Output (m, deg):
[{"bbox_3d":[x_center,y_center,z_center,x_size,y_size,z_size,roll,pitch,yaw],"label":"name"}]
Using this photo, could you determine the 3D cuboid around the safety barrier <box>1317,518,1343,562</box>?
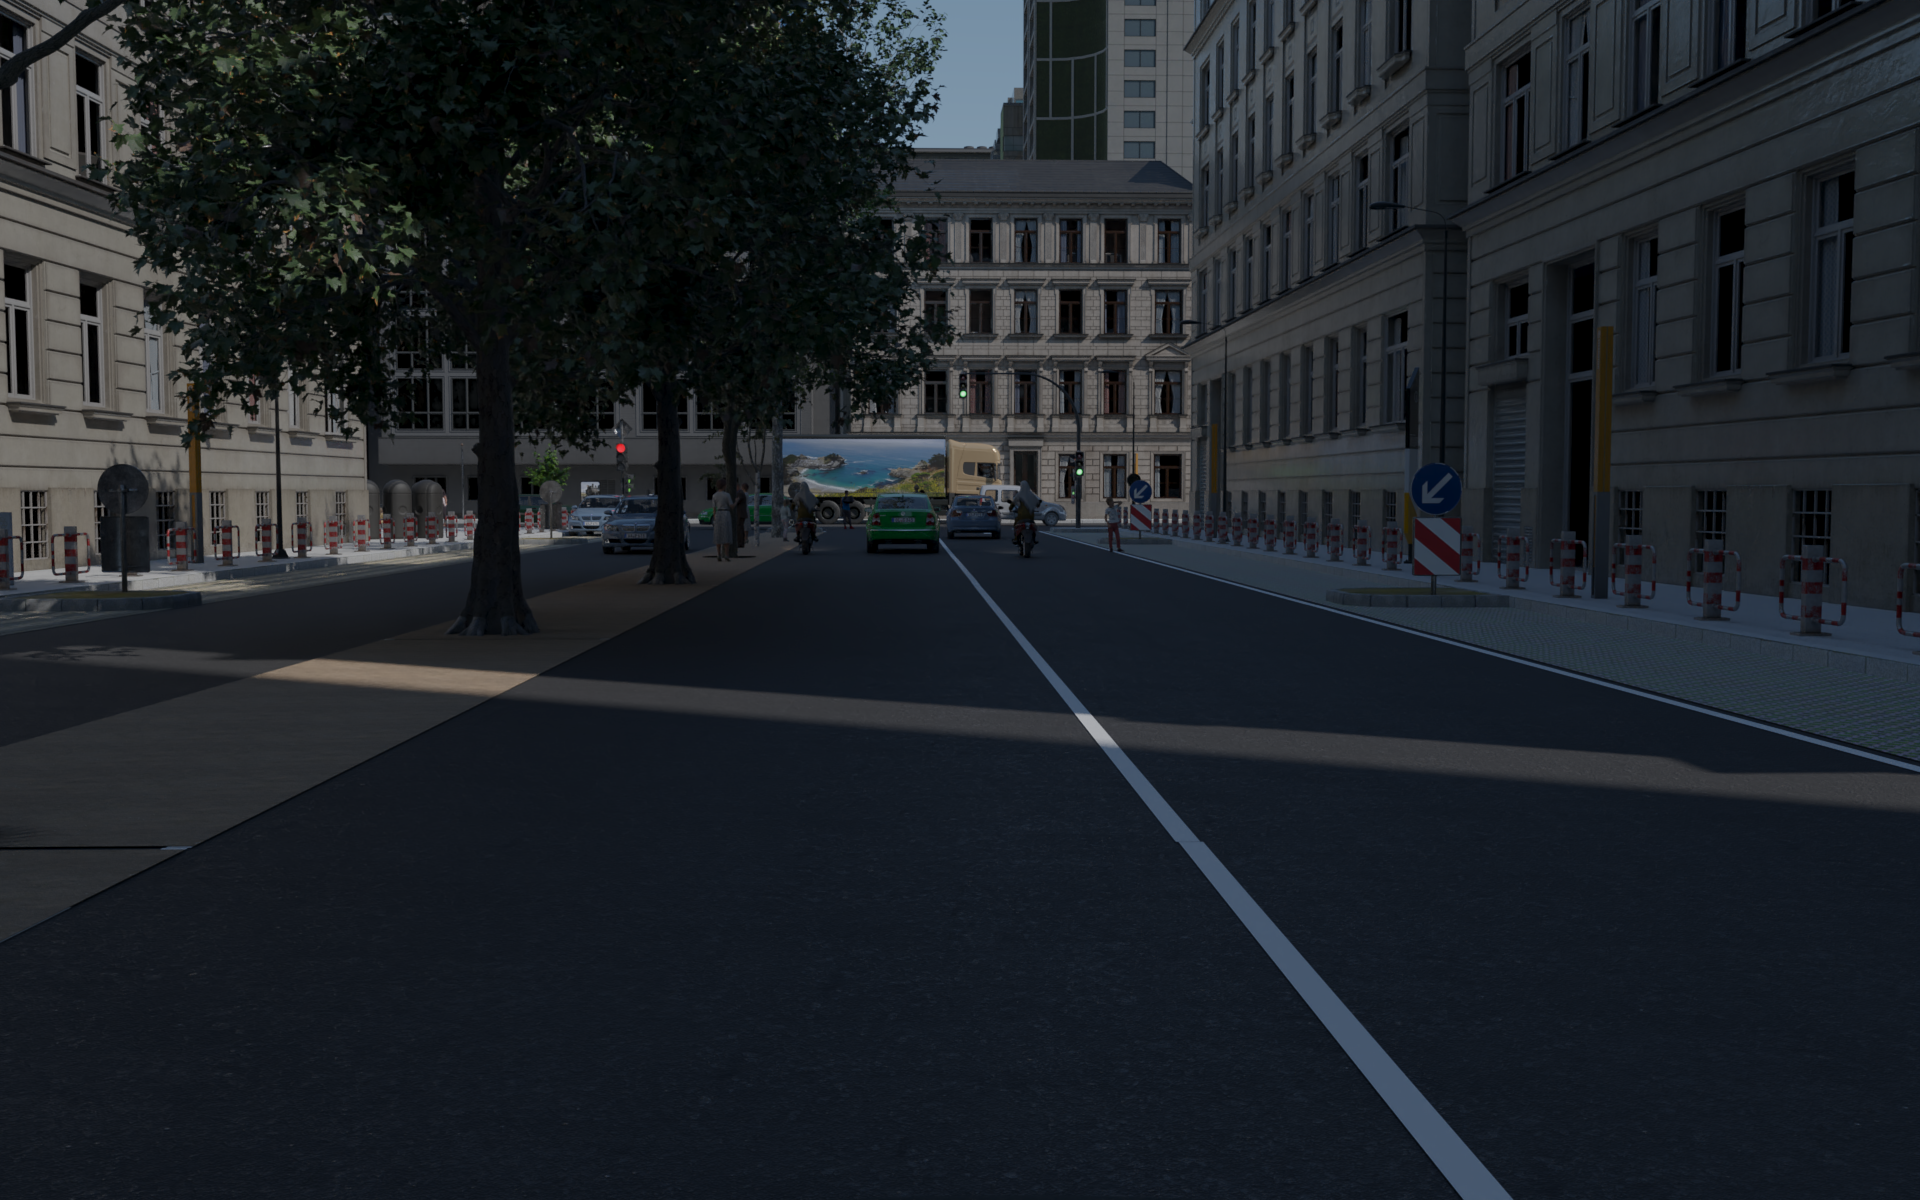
[{"bbox_3d":[7.132,-1.141,32.933,0.300,0.817,1.120,0,4,-2],"label":"safety barrier"}]

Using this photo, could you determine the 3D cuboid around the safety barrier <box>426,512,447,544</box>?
[{"bbox_3d":[-13.482,-1.832,44.234,0.300,0.817,1.120,0,4,-2],"label":"safety barrier"}]

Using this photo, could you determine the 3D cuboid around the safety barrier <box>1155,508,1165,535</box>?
[{"bbox_3d":[6.415,-2.436,54.097,0.300,0.817,1.120,0,4,-2],"label":"safety barrier"}]

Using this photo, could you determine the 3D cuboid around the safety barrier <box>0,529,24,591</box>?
[{"bbox_3d":[-12.774,-0.539,23.083,0.300,0.817,1.120,0,4,-2],"label":"safety barrier"}]

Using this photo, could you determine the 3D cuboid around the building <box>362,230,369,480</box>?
[{"bbox_3d":[-38.361,-16.043,91.985,15.834,23.373,12.332,0,4,-2],"label":"building"}]

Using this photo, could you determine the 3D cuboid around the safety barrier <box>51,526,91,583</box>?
[{"bbox_3d":[-12.839,-0.657,25.017,0.300,0.817,1.120,0,4,-2],"label":"safety barrier"}]

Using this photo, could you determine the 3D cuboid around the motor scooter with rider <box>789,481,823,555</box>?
[{"bbox_3d":[-3.651,-1.988,41.462,0.876,1.779,1.986,0,4,-3],"label":"motor scooter with rider"}]

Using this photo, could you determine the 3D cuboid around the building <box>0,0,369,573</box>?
[{"bbox_3d":[-22.833,-12.152,31.965,16.112,22.955,30.059,0,4,-2],"label":"building"}]

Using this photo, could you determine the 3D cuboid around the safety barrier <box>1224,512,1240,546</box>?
[{"bbox_3d":[6.813,-1.729,42.548,0.300,0.817,1.120,0,4,-2],"label":"safety barrier"}]

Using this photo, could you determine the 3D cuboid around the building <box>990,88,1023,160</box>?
[{"bbox_3d":[15.110,-35.935,207.151,23.786,49.044,30.456,0,4,-2],"label":"building"}]

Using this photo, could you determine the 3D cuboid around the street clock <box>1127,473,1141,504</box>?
[{"bbox_3d":[6.119,-3.450,60.974,0.471,2.002,0.358,0,4,-4],"label":"street clock"}]

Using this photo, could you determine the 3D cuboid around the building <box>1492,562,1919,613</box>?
[{"bbox_3d":[17.487,-11.366,19.115,16.112,22.955,30.059,0,4,-2],"label":"building"}]

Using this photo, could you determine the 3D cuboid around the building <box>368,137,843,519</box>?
[{"bbox_3d":[-18.485,-18.355,93.604,24.014,27.812,14.314,0,4,-2],"label":"building"}]

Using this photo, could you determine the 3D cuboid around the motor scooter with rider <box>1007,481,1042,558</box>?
[{"bbox_3d":[1.513,-1.867,39.490,0.876,1.779,1.986,0,4,-2],"label":"motor scooter with rider"}]

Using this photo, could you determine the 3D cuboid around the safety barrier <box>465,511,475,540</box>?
[{"bbox_3d":[-13.612,-2.069,48.096,0.300,0.817,1.120,0,4,-2],"label":"safety barrier"}]

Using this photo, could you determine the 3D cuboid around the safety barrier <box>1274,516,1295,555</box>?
[{"bbox_3d":[7.003,-1.376,36.765,0.300,0.817,1.120,0,4,-2],"label":"safety barrier"}]

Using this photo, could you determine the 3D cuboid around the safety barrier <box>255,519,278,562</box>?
[{"bbox_3d":[-13.094,-1.128,32.716,0.300,0.817,1.120,0,4,-2],"label":"safety barrier"}]

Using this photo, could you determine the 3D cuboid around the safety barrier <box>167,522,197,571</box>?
[{"bbox_3d":[-12.966,-0.892,28.862,0.300,0.817,1.120,0,4,-2],"label":"safety barrier"}]

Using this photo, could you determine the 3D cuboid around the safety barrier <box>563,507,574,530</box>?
[{"bbox_3d":[-14.069,-2.891,61.543,0.300,0.817,1.120,0,4,-2],"label":"safety barrier"}]

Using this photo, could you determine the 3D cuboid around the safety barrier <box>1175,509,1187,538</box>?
[{"bbox_3d":[6.545,-2.201,50.261,0.300,0.817,1.120,0,4,-2],"label":"safety barrier"}]

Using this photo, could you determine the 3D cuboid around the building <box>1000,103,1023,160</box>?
[{"bbox_3d":[11.193,-30.637,184.501,14.154,41.232,14.086,0,4,-2],"label":"building"}]

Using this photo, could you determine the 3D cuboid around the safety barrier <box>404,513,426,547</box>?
[{"bbox_3d":[-13.421,-1.714,42.306,0.300,0.817,1.120,0,4,-2],"label":"safety barrier"}]

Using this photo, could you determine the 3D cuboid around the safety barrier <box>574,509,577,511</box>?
[{"bbox_3d":[-14.135,-3.009,63.467,0.300,0.817,1.120,0,4,-2],"label":"safety barrier"}]

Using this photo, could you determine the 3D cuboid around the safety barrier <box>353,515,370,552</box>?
[{"bbox_3d":[-13.291,-1.480,38.475,0.300,0.817,1.120,0,4,-2],"label":"safety barrier"}]

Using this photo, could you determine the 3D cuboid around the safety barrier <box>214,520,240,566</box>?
[{"bbox_3d":[-13.032,-1.011,30.801,0.300,0.817,1.120,0,4,-2],"label":"safety barrier"}]

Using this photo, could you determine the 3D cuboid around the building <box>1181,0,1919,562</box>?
[{"bbox_3d":[16.159,-13.199,49.091,16.112,22.955,30.059,0,4,-2],"label":"building"}]

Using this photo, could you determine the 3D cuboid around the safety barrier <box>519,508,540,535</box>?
[{"bbox_3d":[-13.873,-2.538,55.777,0.300,0.817,1.120,0,4,-2],"label":"safety barrier"}]

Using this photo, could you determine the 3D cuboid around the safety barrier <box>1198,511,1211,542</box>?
[{"bbox_3d":[6.678,-1.964,46.381,0.300,0.817,1.120,0,4,-2],"label":"safety barrier"}]

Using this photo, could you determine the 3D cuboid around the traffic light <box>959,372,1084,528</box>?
[{"bbox_3d":[2.327,-5.512,64.781,4.771,5.953,1.251,0,4,-2],"label":"traffic light"}]

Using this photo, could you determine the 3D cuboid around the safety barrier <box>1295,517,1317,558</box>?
[{"bbox_3d":[7.067,-1.258,34.849,0.300,0.817,1.120,0,4,-2],"label":"safety barrier"}]

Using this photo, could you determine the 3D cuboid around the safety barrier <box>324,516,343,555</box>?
[{"bbox_3d":[-13.221,-1.362,36.548,0.300,0.817,1.120,0,4,-2],"label":"safety barrier"}]

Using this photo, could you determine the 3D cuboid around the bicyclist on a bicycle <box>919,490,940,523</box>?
[{"bbox_3d":[-1.620,-3.779,71.814,1.625,1.676,1.499,0,4,-4],"label":"bicyclist on a bicycle"}]

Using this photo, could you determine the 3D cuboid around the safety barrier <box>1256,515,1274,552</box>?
[{"bbox_3d":[6.934,-1.494,38.701,0.300,0.817,1.120,0,4,-2],"label":"safety barrier"}]

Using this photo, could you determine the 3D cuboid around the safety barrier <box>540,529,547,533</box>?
[{"bbox_3d":[-13.942,-2.657,57.710,0.300,0.817,1.120,0,4,-2],"label":"safety barrier"}]

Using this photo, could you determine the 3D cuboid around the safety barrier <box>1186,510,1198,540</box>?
[{"bbox_3d":[6.616,-2.082,48.318,0.300,0.817,1.120,0,4,-2],"label":"safety barrier"}]

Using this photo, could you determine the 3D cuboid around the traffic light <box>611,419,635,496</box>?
[{"bbox_3d":[-12.536,-4.617,64.407,0.839,4.253,0.868,0,4,-2],"label":"traffic light"}]

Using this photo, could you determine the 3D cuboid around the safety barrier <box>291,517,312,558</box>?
[{"bbox_3d":[-13.160,-1.245,34.632,0.300,0.817,1.120,0,4,-2],"label":"safety barrier"}]

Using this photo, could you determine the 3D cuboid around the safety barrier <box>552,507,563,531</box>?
[{"bbox_3d":[-14.004,-2.774,59.627,0.300,0.817,1.120,0,4,-2],"label":"safety barrier"}]

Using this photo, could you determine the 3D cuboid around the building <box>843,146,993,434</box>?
[{"bbox_3d":[-4.242,-41.068,260.695,27.495,52.752,28.713,0,4,-2],"label":"building"}]

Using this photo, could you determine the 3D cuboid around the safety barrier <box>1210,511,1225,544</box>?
[{"bbox_3d":[6.745,-1.846,44.464,0.300,0.817,1.120,0,4,-2],"label":"safety barrier"}]

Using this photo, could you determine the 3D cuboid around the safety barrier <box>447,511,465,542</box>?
[{"bbox_3d":[-13.548,-1.950,46.150,0.300,0.817,1.120,0,4,-2],"label":"safety barrier"}]

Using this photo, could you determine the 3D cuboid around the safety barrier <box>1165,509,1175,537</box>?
[{"bbox_3d":[6.482,-2.318,52.181,0.300,0.817,1.120,0,4,-2],"label":"safety barrier"}]

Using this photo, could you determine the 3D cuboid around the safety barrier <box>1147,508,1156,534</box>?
[{"bbox_3d":[6.352,-2.553,56.012,0.300,0.817,1.120,0,4,-2],"label":"safety barrier"}]

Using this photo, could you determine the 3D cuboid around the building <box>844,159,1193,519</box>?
[{"bbox_3d":[3.206,-13.969,93.024,19.286,19.102,10.561,0,4,-2],"label":"building"}]

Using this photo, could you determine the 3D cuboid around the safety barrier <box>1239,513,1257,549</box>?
[{"bbox_3d":[6.876,-1.612,40.625,0.300,0.817,1.120,0,4,-2],"label":"safety barrier"}]

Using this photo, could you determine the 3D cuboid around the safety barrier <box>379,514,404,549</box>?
[{"bbox_3d":[-13.356,-1.597,40.390,0.300,0.817,1.120,0,4,-2],"label":"safety barrier"}]

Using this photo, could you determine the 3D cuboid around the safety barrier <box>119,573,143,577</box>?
[{"bbox_3d":[-12.900,-0.774,26.932,0.300,0.817,1.120,0,4,-2],"label":"safety barrier"}]

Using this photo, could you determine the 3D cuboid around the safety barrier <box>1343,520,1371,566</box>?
[{"bbox_3d":[7.198,-1.024,31.018,0.300,0.817,1.120,0,4,-2],"label":"safety barrier"}]

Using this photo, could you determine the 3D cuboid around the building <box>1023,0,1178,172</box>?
[{"bbox_3d":[14.735,-44.517,166.101,20.563,71.187,20.611,0,4,-2],"label":"building"}]

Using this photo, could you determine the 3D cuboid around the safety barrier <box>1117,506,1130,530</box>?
[{"bbox_3d":[6.093,-3.022,63.687,0.300,0.817,1.120,0,4,-2],"label":"safety barrier"}]

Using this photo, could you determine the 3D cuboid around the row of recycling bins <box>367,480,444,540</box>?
[{"bbox_3d":[-16.464,-2.582,49.331,3.534,1.692,1.069,-3,4,-38],"label":"row of recycling bins"}]

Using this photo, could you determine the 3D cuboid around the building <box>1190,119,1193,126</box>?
[{"bbox_3d":[25.855,-18.110,93.359,25.104,27.353,12.463,0,4,-2],"label":"building"}]
